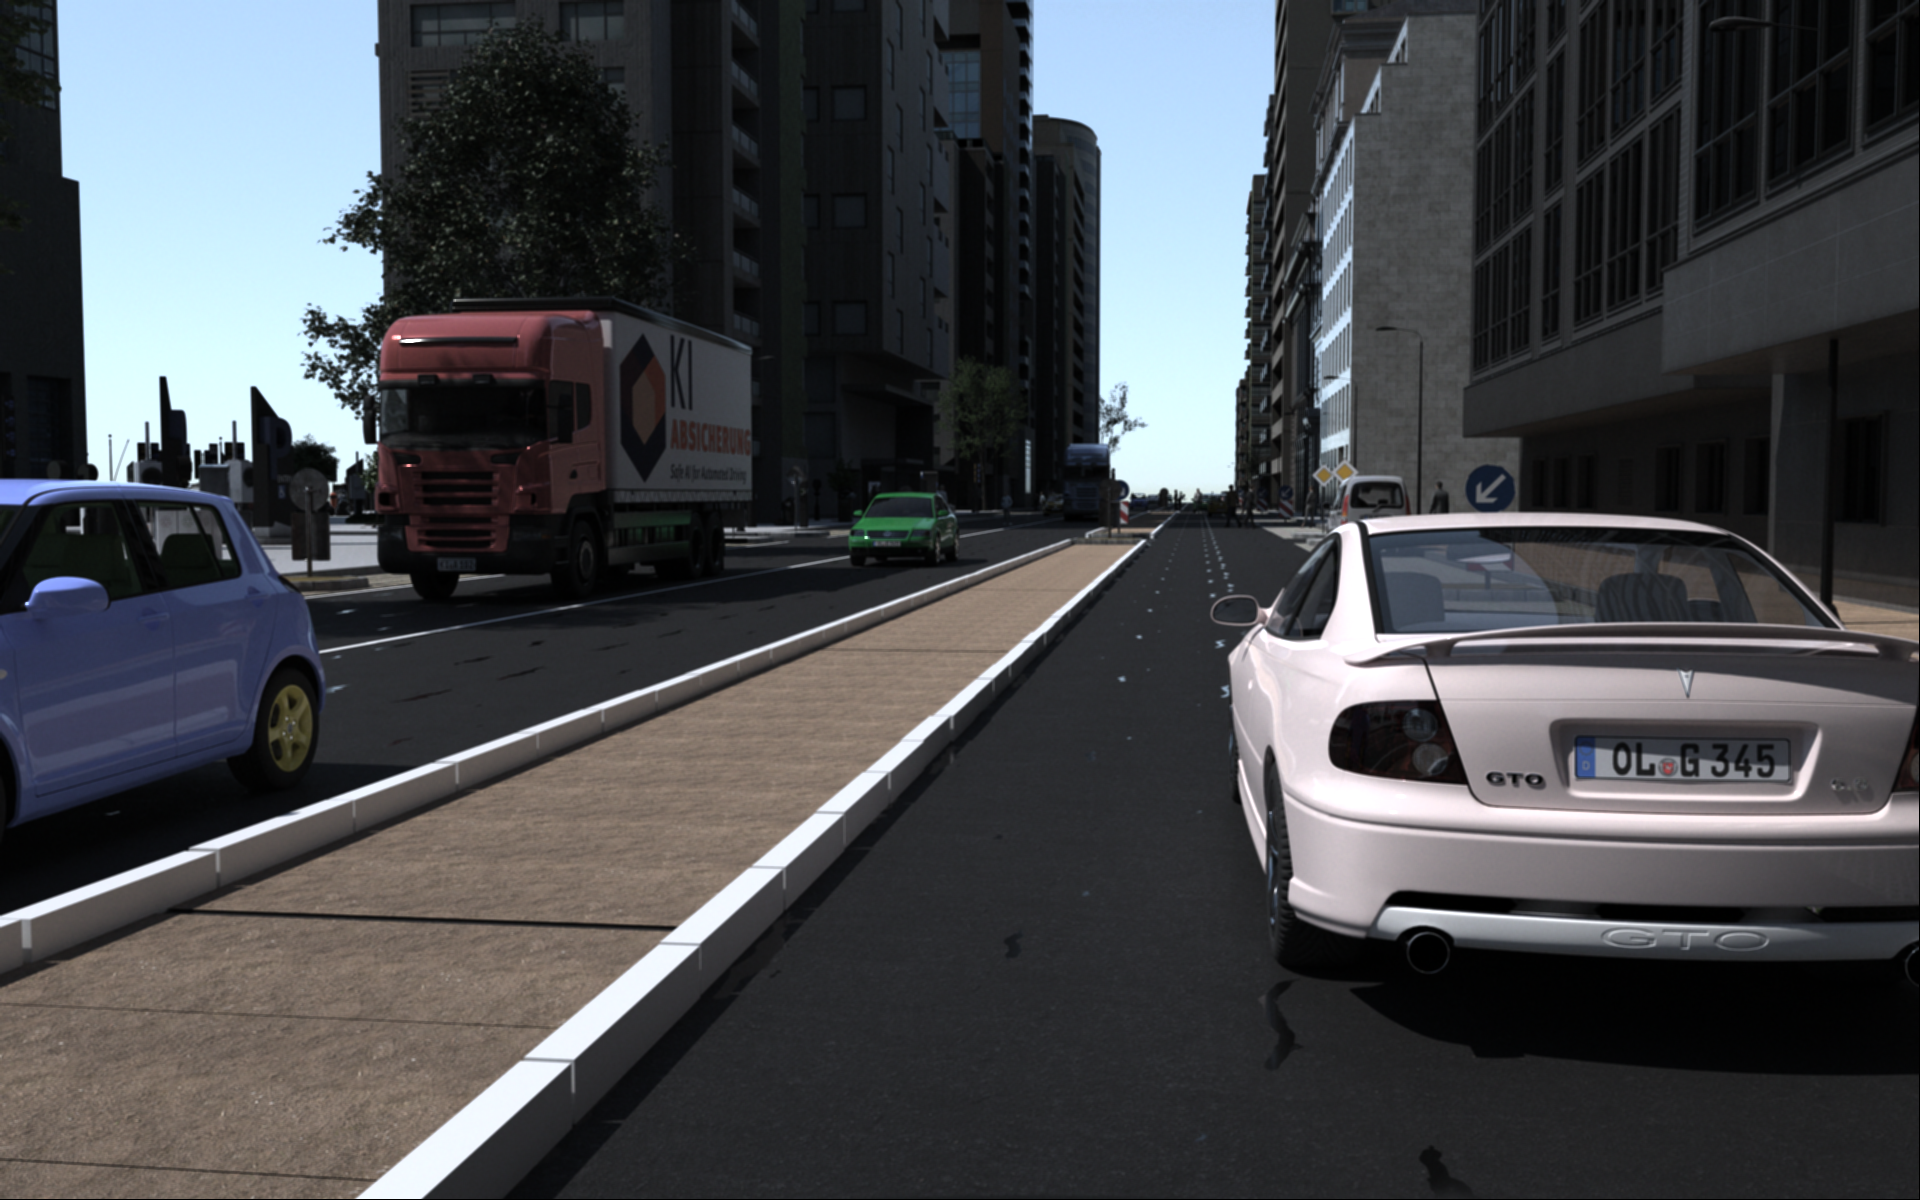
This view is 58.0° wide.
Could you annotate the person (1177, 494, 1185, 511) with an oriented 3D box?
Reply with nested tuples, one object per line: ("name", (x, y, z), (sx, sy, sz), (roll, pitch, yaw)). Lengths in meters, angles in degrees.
("person", (19.125, -8.426, 149.447), (0.628, 1.438, 0.799), (2, 4, 34))

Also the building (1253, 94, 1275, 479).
("building", (44.408, -34.795, 188.506), (23.786, 49.044, 30.456), (0, 4, 8))

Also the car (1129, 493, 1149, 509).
("car", (17.606, -9.820, 170.154), (1.945, 1.707, 3.694), (0, 4, 6))

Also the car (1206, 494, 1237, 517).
("car", (16.693, -6.132, 110.485), (2.015, 1.641, 3.980), (1, 4, 9))

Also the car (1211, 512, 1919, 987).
("car", (2.014, 0.356, 6.534), (2.083, 1.381, 4.827), (0, 4, 6))

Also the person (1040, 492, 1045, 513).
("person", (6.088, -7.231, 128.542), (0.330, 1.601, 0.589), (-2, 4, -28))

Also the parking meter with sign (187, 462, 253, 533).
("parking meter with sign", (-19.049, -2.937, 44.273), (1.738, 3.016, 0.543), (-1, 4, -14))

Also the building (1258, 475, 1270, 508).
("building", (44.481, -28.701, 161.149), (32.217, 40.220, 23.993), (0, 4, 8))

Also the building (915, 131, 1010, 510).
("building", (-3.662, -22.600, 141.218), (14.160, 30.474, 14.107), (0, 4, 8))

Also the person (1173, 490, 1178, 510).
("person", (19.088, -8.863, 153.415), (0.705, 1.823, 1.348), (0, 4, -6))

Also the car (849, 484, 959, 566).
("car", (-1.111, -1.650, 35.767), (1.959, 1.807, 4.718), (0, 4, 7))

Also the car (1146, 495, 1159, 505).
("car", (25.870, -13.440, 232.101), (2.083, 1.381, 4.827), (1, 4, 8))

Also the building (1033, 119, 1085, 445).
("building", (5.032, -37.004, 228.709), (21.300, 48.544, 21.600), (0, 4, 8))

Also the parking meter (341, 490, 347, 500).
("parking meter", (-40.999, -6.541, 115.362), (0.372, 1.533, 0.369), (0, 3, 0))

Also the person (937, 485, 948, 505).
("person", (-0.798, -4.226, 77.479), (0.514, 1.842, 0.818), (0, 3, 0))

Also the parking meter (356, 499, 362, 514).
("parking meter", (-29.903, -4.749, 86.064), (0.372, 1.533, 0.369), (0, 3, 0))

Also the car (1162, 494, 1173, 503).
("car", (33.722, -16.712, 282.032), (1.959, 1.807, 4.718), (0, 4, 7))

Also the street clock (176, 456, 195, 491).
("street clock", (-14.834, -1.748, 33.153), (0.358, 2.002, 0.471), (-2, 4, -30))

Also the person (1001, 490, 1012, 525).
("person", (2.156, -4.292, 80.486), (0.589, 1.601, 0.330), (3, 4, 39))

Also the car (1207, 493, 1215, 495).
("car", (24.605, -9.804, 169.879), (1.945, 1.707, 3.694), (0, 4, 6))

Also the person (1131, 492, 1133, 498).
("person", (28.632, -17.027, 287.804), (0.541, 1.710, 0.530), (0, 4, 6))

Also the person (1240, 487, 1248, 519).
("person", (16.056, -5.423, 97.261), (0.616, 1.811, 0.778), (3, 5, 42))

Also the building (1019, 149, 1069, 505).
("building", (5.041, -31.621, 200.603), (14.154, 41.232, 14.086), (0, 4, 8))

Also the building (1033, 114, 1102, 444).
("building", (10.489, -44.479, 269.224), (21.231, 58.520, 28.212), (0, 4, 8))

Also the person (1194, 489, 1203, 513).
("person", (17.679, -7.342, 128.382), (0.661, 1.843, 0.795), (1, 4, 15))

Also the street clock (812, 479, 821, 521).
("street clock", (-6.906, -4.835, 83.626), (0.358, 2.002, 0.471), (-2, 4, -35))

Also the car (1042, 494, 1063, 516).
("car", (6.388, -6.303, 113.285), (2.015, 1.641, 3.980), (0, 4, 7))

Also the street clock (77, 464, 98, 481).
("street clock", (-20.857, -2.254, 41.423), (0.471, 2.002, 0.358), (1, 4, 21))

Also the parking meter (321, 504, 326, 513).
("parking meter", (-28.082, -4.312, 76.209), (0.255, 1.863, 0.399), (-2, 4, -26))

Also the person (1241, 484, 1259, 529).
("person", (12.025, -3.867, 71.500), (0.755, 1.850, 0.659), (0, 4, -4))

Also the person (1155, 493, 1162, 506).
("person", (24.121, -12.215, 208.230), (1.348, 1.821, 0.705), (0, 4, 1))

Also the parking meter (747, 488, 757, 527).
("parking meter", (-8.036, -3.572, 66.818), (0.372, 1.533, 0.369), (0, 3, 0))

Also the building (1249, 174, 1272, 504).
("building", (44.452, -32.994, 223.042), (14.154, 41.232, 14.086), (0, 4, 8))

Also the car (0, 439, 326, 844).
("car", (-4.221, 0.144, 7.235), (1.945, 1.707, 3.694), (0, 4, 7))

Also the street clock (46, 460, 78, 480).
("street clock", (-19.383, -2.000, 37.267), (0.471, 2.002, 0.358), (2, 4, 26))

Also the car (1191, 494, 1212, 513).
("car", (19.043, -7.515, 134.671), (2.131, 1.459, 4.920), (0, 4, 7))

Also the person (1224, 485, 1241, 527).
("person", (11.740, -4.039, 74.448), (0.836, 1.842, 0.656), (3, 4, 38))

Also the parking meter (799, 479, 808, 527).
("parking meter", (-6.002, -3.722, 66.565), (0.255, 1.863, 0.399), (1, 4, 9))

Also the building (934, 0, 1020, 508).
("building", (-2.269, -30.905, 155.409), (14.600, 45.320, 14.200), (0, 4, 8))

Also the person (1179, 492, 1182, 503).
("person", (26.982, -12.433, 212.500), (0.721, 1.743, 1.217), (0, 4, 1))

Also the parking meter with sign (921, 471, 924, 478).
("parking meter with sign", (-3.315, -8.178, 129.975), (0.543, 3.016, 1.738), (1, 4, 22))

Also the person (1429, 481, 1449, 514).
("person", (14.159, -2.605, 51.194), (0.694, 1.812, 0.767), (-1, 4, -19))

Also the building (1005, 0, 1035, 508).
("building", (-2.841, -52.900, 177.587), (22.319, 86.520, 31.000), (0, 4, 8))

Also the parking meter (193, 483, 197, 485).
("parking meter", (-39.567, -5.141, 89.761), (0.399, 1.863, 0.255), (0, 4, -1))

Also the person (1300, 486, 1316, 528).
("person", (14.662, -3.925, 72.942), (0.573, 1.790, 0.520), (2, 4, 34))

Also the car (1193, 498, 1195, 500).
("car", (30.910, -12.826, 222.285), (1.945, 1.354, 3.894), (1, 4, 9))

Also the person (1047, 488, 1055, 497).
("person", (6.552, -7.052, 123.894), (0.679, 1.850, 0.850), (1, 4, 18))

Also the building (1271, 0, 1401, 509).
("building", (36.397, -31.519, 139.033), (21.300, 48.544, 21.600), (0, 4, 8))

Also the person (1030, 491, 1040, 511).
("person", (6.419, -8.461, 147.539), (0.721, 1.736, 1.217), (-3, 5, -41))
